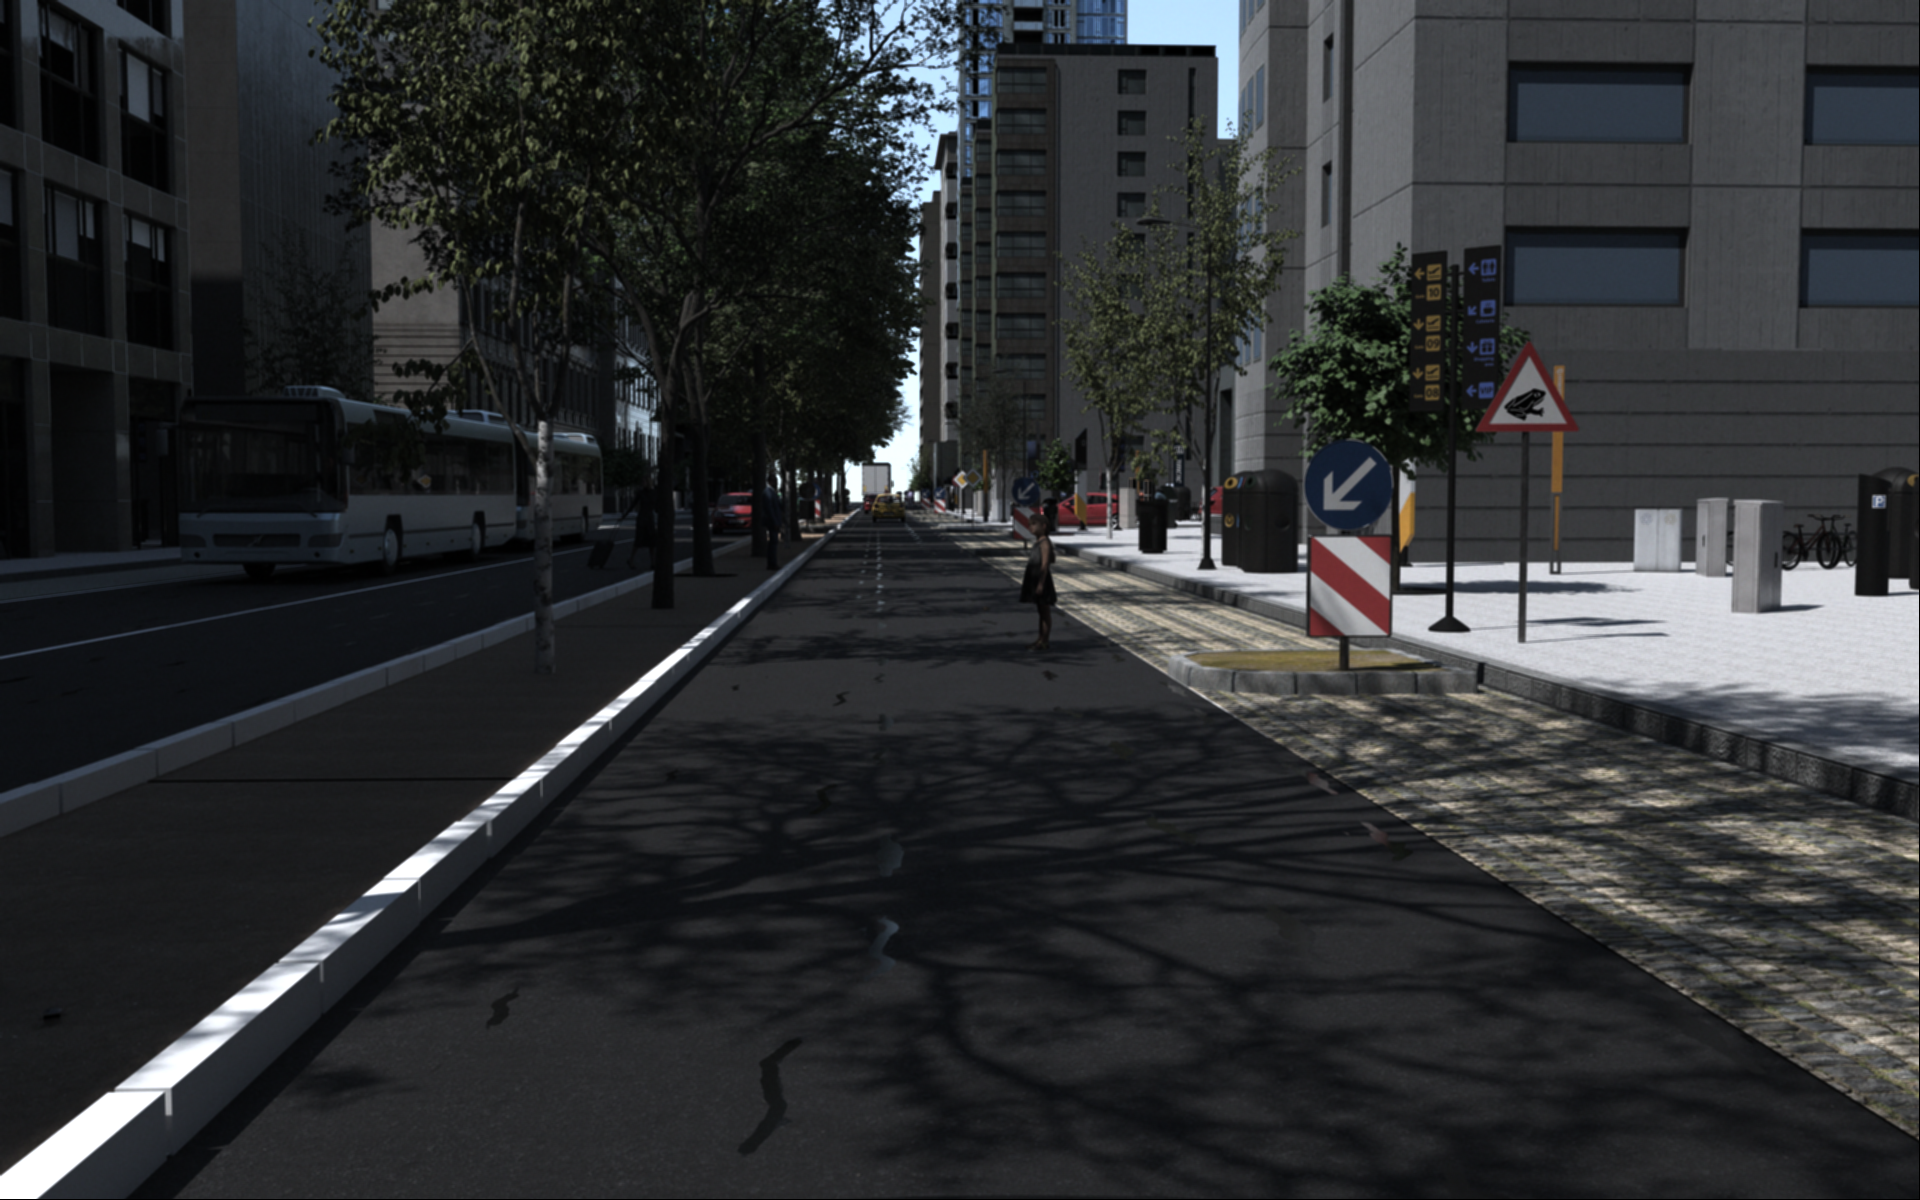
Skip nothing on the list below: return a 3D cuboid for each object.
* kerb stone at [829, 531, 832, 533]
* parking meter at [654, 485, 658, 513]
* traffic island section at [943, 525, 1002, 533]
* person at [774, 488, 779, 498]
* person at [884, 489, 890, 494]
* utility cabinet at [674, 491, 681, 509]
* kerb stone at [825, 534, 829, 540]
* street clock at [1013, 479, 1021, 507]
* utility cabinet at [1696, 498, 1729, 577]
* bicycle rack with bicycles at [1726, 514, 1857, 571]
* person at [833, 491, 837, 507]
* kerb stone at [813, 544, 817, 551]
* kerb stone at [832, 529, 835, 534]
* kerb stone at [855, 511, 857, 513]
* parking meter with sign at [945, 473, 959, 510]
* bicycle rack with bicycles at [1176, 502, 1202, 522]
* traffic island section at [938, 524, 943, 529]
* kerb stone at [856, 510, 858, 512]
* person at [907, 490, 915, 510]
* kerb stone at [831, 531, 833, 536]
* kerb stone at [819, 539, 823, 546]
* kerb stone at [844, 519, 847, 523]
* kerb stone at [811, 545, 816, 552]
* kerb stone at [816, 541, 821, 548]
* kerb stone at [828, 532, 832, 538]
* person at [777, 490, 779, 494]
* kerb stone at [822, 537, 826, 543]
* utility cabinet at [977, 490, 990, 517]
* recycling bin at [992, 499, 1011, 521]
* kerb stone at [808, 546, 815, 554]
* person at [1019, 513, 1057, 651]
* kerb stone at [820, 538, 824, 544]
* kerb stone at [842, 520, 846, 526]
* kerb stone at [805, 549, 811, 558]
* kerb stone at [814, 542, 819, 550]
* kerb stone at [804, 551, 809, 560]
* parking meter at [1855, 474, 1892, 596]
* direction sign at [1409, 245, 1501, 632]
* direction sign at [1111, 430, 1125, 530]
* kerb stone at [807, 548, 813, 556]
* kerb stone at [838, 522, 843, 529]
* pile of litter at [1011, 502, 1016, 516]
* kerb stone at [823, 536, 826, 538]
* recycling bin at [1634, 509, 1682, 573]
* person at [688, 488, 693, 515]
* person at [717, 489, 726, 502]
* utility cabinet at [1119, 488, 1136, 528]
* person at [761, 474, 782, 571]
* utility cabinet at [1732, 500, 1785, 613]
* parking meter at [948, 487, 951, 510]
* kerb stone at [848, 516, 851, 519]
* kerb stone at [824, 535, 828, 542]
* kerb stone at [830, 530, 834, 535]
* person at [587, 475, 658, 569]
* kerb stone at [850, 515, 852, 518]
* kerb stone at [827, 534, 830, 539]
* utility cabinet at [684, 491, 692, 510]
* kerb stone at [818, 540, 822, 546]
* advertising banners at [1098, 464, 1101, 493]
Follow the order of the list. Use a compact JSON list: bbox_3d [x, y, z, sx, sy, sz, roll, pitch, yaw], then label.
[{"bbox_3d":[-4.240,-2.034,55.459,0.120,0.150,1.000,0,4,-3],"label":"kerb stone"},{"bbox_3d":[-20.154,-6.682,114.962,0.255,1.863,0.399,0,4,-7],"label":"parking meter"},{"bbox_3d":[0.506,-2.608,64.929,2.009,0.180,2.903,0,4,-3],"label":"traffic island section"},{"bbox_3d":[-10.506,-5.470,97.732,0.655,1.846,0.447,1,4,22],"label":"person"},{"bbox_3d":[-5.456,-7.441,130.140,0.580,1.828,0.573,1,4,21],"label":"person"},{"bbox_3d":[-23.618,-8.303,144.433,0.318,1.500,1.173,-2,4,-32],"label":"utility cabinet"},{"bbox_3d":[-4.040,-1.784,51.360,0.120,0.150,1.000,0,4,-3],"label":"kerb stone"},{"bbox_3d":[2.761,-4.734,81.976,0.358,2.002,0.471,-3,5,-41],"label":"street clock"},{"bbox_3d":[11.806,-0.983,27.227,0.306,1.237,1.020,1,4,14],"label":"utility cabinet"},{"bbox_3d":[14.627,-1.041,30.398,2.925,0.926,2.852,-1,4,-19],"label":"bicycle rack with bicycles"},{"bbox_3d":[-13.550,-11.046,189.198,1.348,1.812,0.705,-2,4,-24],"label":"person"},{"bbox_3d":[-3.608,-1.217,42.138,0.120,0.150,1.000,0,4,-3],"label":"kerb stone"},{"bbox_3d":[-4.382,-2.222,58.529,0.120,0.150,1.000,0,4,-3],"label":"kerb stone"},{"bbox_3d":[-7.159,-5.760,116.378,0.120,0.150,1.000,0,4,-3],"label":"kerb stone"},{"bbox_3d":[-0.925,-8.915,142.017,1.738,3.016,0.543,0,4,-3],"label":"parking meter with sign"},{"bbox_3d":[11.530,-4.167,81.518,2.925,0.926,2.852,-1,4,-14],"label":"bicycle rack with bicycles"},{"bbox_3d":[0.124,-3.096,72.905,2.009,0.180,2.903,0,4,-3],"label":"traffic island section"},{"bbox_3d":[-7.352,-6.011,120.482,0.120,0.150,1.000,0,4,-3],"label":"kerb stone"},{"bbox_3d":[-4.255,-8.793,152.127,0.709,1.838,0.599,2,4,27],"label":"person"},{"bbox_3d":[-4.292,-2.097,56.487,0.120,0.150,1.000,0,4,-3],"label":"kerb stone"},{"bbox_3d":[-3.800,-1.471,46.246,0.120,0.150,1.000,0,4,-3],"label":"kerb stone"},{"bbox_3d":[-5.393,-3.506,79.513,0.120,0.150,1.000,0,4,-3],"label":"kerb stone"},{"bbox_3d":[-3.550,-1.157,41.117,0.120,0.150,1.000,0,4,-3],"label":"kerb stone"},{"bbox_3d":[-3.698,-1.344,44.197,0.120,0.150,1.000,0,4,-3],"label":"kerb stone"},{"bbox_3d":[-4.190,-1.972,54.438,0.120,0.150,1.000,0,4,-3],"label":"kerb stone"},{"bbox_3d":[-15.276,-8.304,144.692,0.534,1.772,0.576,-1,4,-19],"label":"person"},{"bbox_3d":[-3.890,-1.590,48.289,0.120,0.150,1.000,0,4,-3],"label":"kerb stone"},{"bbox_3d":[1.308,-5.459,97.931,0.318,1.500,1.173,2,4,23],"label":"utility cabinet"},{"bbox_3d":[1.954,-4.255,82.118,0.722,1.027,0.722,-1,4,-21],"label":"recycling bin"},{"bbox_3d":[-3.500,-1.094,40.090,0.120,0.150,1.000,0,4,-3],"label":"kerb stone"},{"bbox_3d":[0.712,-0.167,15.908,0.373,1.253,0.362,-1,4,-11],"label":"person"},{"bbox_3d":[-3.855,-1.531,47.267,0.120,0.150,1.000,0,4,-3],"label":"kerb stone"},{"bbox_3d":[-5.299,-3.372,77.472,0.120,0.150,1.000,0,4,-3],"label":"kerb stone"},{"bbox_3d":[-3.401,-0.965,38.042,0.120,0.150,1.000,0,4,-3],"label":"kerb stone"},{"bbox_3d":[-3.650,-1.283,43.167,0.120,0.150,1.000,0,4,-3],"label":"kerb stone"},{"bbox_3d":[-3.360,-0.907,37.020,0.120,0.150,1.000,0,4,-3],"label":"kerb stone"},{"bbox_3d":[11.515,-0.821,21.833,0.372,1.533,0.369,0,3,0],"label":"parking meter"},{"bbox_3d":[4.586,-1.476,16.131,0.876,3.537,0.379,3,5,42],"label":"direction sign"},{"bbox_3d":[5.606,-4.250,61.486,0.379,3.537,0.876,3,4,36],"label":"direction sign"},{"bbox_3d":[-3.452,-1.028,39.063,0.120,0.150,1.000,0,4,-3],"label":"kerb stone"},{"bbox_3d":[-5.045,-3.067,72.354,0.120,0.150,1.000,0,4,-3],"label":"kerb stone"},{"bbox_3d":[3.269,-5.261,99.987,1.176,0.858,1.719,0,4,5],"label":"pile of litter"},{"bbox_3d":[-3.950,-1.655,49.309,0.120,0.150,1.000,0,4,-3],"label":"kerb stone"},{"bbox_3d":[11.556,-0.986,28.683,0.722,1.027,0.722,1,4,22],"label":"recycling bin"},{"bbox_3d":[-17.976,-6.627,116.689,0.795,1.843,0.661,3,4,38],"label":"person"},{"bbox_3d":[-15.767,-6.497,115.077,0.716,1.782,0.532,-2,4,-26],"label":"person"},{"bbox_3d":[6.223,-3.401,64.277,0.318,1.500,1.173,-1,4,-11],"label":"utility cabinet"},{"bbox_3d":[-3.518,-1.455,32.476,0.419,1.800,0.721,-1,4,-9],"label":"person"},{"bbox_3d":[8.781,-0.482,19.039,0.306,1.237,1.020,3,4,38],"label":"utility cabinet"},{"bbox_3d":[-0.703,-7.969,135.997,0.399,1.863,0.255,-2,4,-29],"label":"parking meter"},{"bbox_3d":[-5.940,-4.195,90.783,0.120,0.150,1.000,0,4,-3],"label":"kerb stone"},{"bbox_3d":[-3.998,-1.721,50.330,0.120,0.150,1.000,0,4,-3],"label":"kerb stone"},{"bbox_3d":[-4.339,-2.159,57.508,0.120,0.150,1.000,0,4,-3],"label":"kerb stone"},{"bbox_3d":[-6.358,-1.503,33.285,1.509,1.804,0.699,1,4,22],"label":"person"},{"bbox_3d":[-6.132,-4.443,94.872,0.120,0.150,1.000,0,4,-3],"label":"kerb stone"},{"bbox_3d":[-4.093,-1.844,52.381,0.120,0.150,1.000,0,4,-3],"label":"kerb stone"},{"bbox_3d":[-21.141,-7.753,135.444,0.318,1.500,1.173,1,4,21],"label":"utility cabinet"},{"bbox_3d":[-3.744,-1.408,45.221,0.120,0.150,1.000,0,4,-3],"label":"kerb stone"},{"bbox_3d":[8.096,-6.389,100.645,0.090,3.025,2.074,0,4,1],"label":"advertising banners"}]
